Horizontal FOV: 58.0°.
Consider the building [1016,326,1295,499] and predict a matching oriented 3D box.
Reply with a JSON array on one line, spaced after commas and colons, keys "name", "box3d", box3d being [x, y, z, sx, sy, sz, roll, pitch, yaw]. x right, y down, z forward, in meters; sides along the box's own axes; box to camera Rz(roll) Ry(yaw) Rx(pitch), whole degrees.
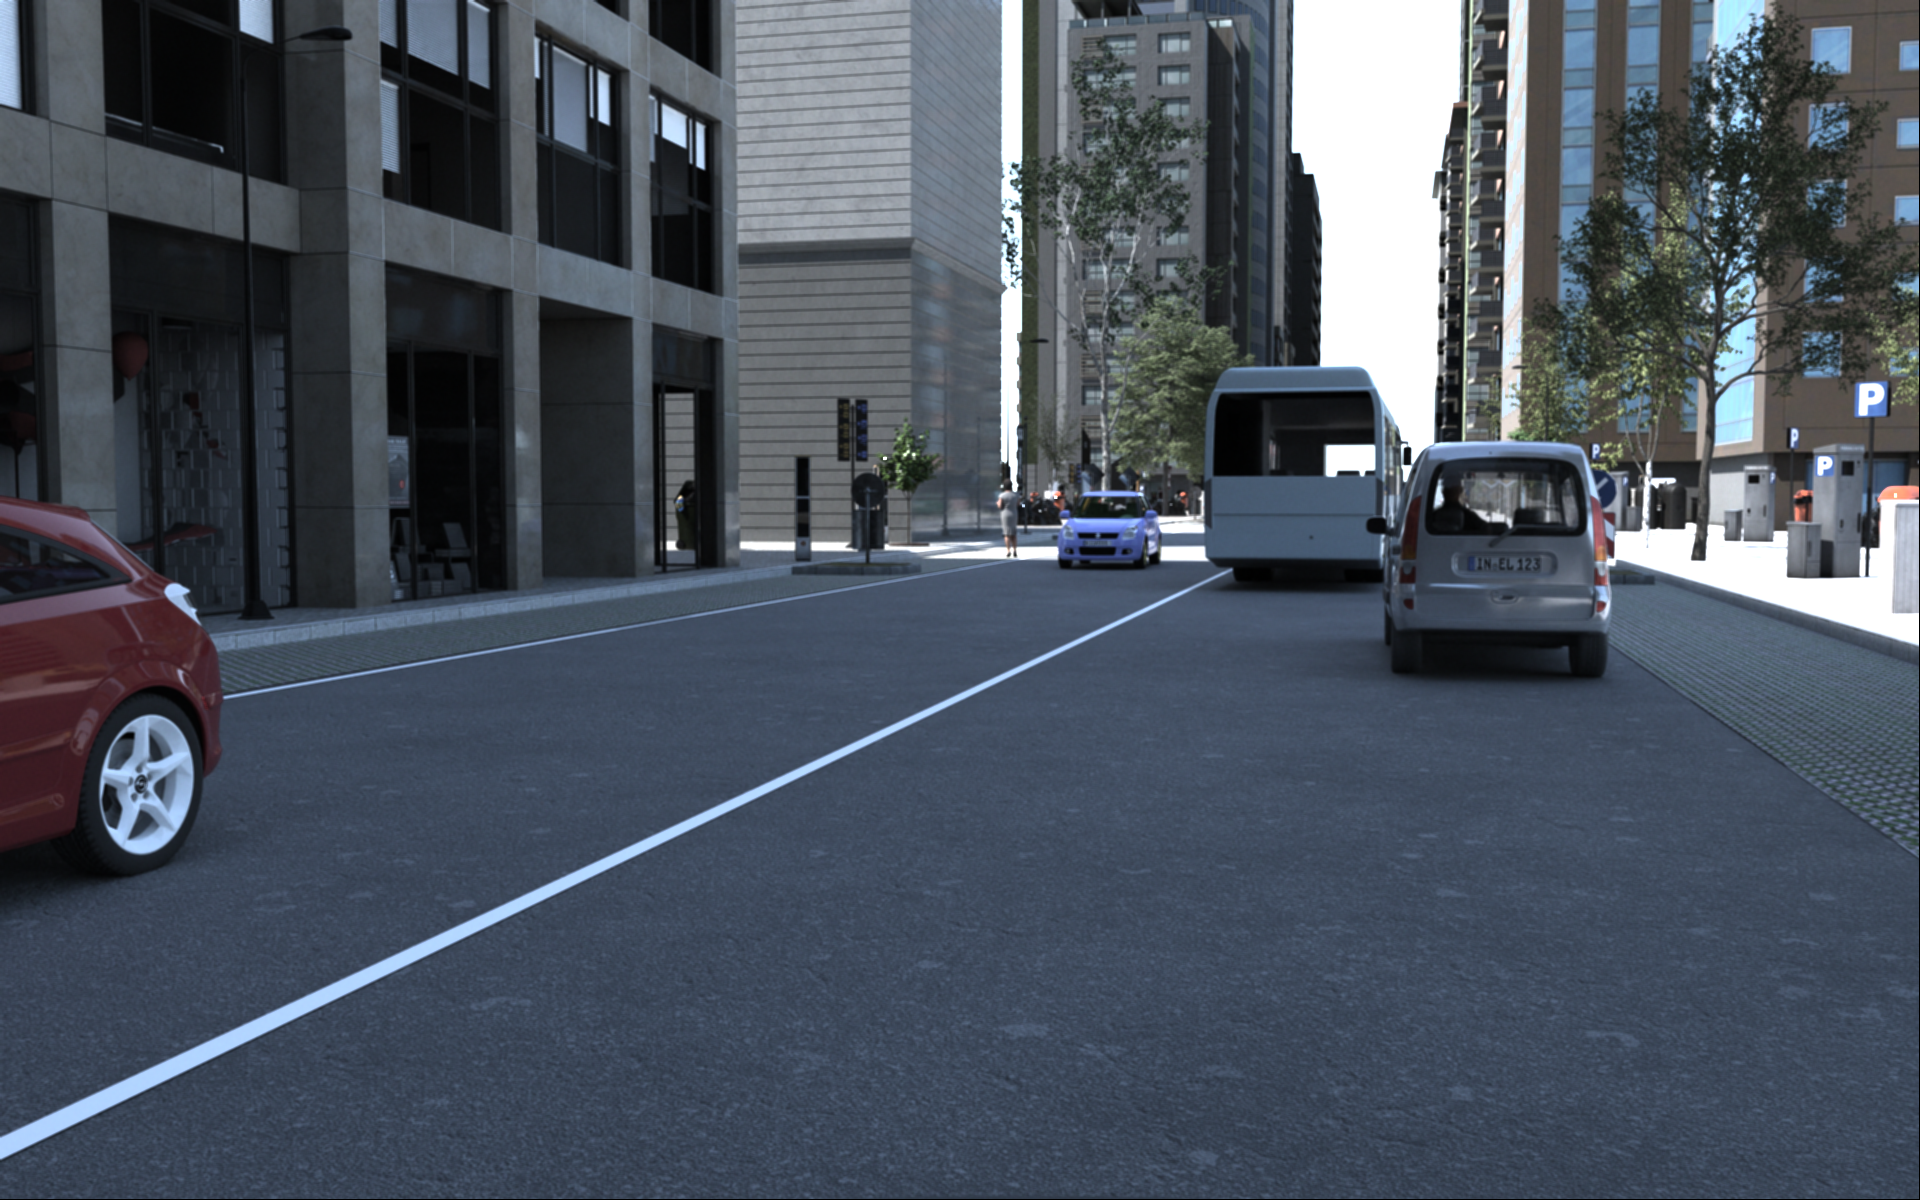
[{"name": "building", "box3d": [22.842, -21.425, 195.337, 27.650, 21.520, 28.899, 1, 4, 14]}]

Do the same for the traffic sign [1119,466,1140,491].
[{"name": "traffic sign", "box3d": [6.149, -3.627, 62.940, 0.795, 2.450, 0.064, 1, 4, 14]}]

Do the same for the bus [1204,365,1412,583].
[{"name": "bus", "box3d": [6.570, -2.233, 31.371, 2.948, 3.499, 13.247, 1, 4, 15]}]

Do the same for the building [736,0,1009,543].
[{"name": "building", "box3d": [-14.226, -16.879, 53.465, 29.804, 29.767, 11.434, 1, 4, 14]}]

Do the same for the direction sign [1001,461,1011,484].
[{"name": "direction sign", "box3d": [3.104, -7.748, 118.676, 0.379, 3.537, 0.876, 2, 4, 33]}]

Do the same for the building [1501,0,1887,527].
[{"name": "building", "box3d": [33.303, -26.358, 81.057, 14.600, 45.320, 14.200, 1, 4, 14]}]

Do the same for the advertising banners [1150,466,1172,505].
[{"name": "advertising banners", "box3d": [12.459, -6.789, 107.190, 2.074, 3.025, 0.090, -3, 5, -45]}]

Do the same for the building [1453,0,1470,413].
[{"name": "building", "box3d": [71.709, -47.821, 220.117, 20.563, 71.187, 20.611, 1, 4, 14]}]

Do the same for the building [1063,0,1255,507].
[{"name": "building", "box3d": [16.878, -28.226, 145.085, 14.154, 41.232, 14.086, 1, 4, 14]}]

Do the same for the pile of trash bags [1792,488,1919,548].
[{"name": "pile of trash bags", "box3d": [21.789, -1.936, 41.408, 3.447, 1.369, 1.912, 1, 4, 23]}]

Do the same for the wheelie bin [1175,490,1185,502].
[{"name": "wheelie bin", "box3d": [17.577, -7.930, 137.561, 0.980, 1.594, 0.693, -2, 4, -30]}]

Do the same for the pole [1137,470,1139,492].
[{"name": "pole", "box3d": [12.232, -7.659, 119.069, 0.158, 3.312, 0.155, 0, 3, 0]}]

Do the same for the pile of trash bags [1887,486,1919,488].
[{"name": "pile of trash bags", "box3d": [11.897, -0.647, 20.329, 3.447, 1.369, 1.912, -2, 4, -31]}]

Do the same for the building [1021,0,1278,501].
[{"name": "building", "box3d": [18.655, -38.158, 165.876, 21.231, 58.520, 28.212, 1, 4, 14]}]

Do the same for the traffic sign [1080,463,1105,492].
[{"name": "traffic sign", "box3d": [4.216, -3.153, 55.191, 0.795, 2.450, 0.064, 1, 4, 14]}]

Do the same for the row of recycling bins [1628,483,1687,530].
[{"name": "row of recycling bins", "box3d": [24.401, -3.402, 62.731, 3.534, 1.692, 1.069, 1, 4, 21]}]

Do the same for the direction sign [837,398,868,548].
[{"name": "direction sign", "box3d": [-2.558, -3.017, 41.327, 0.876, 3.537, 0.379, -3, 5, -41]}]

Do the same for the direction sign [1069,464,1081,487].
[{"name": "direction sign", "box3d": [8.628, -8.434, 129.885, 0.876, 3.537, 0.379, 0, 4, 7]}]

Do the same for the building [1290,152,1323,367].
[{"name": "building", "box3d": [40.492, -38.325, 250.321, 21.300, 48.544, 21.600, 1, 4, 14]}]

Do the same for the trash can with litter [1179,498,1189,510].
[{"name": "trash can with litter", "box3d": [17.677, -7.590, 135.485, 1.055, 1.170, 0.624, -1, 4, -20]}]

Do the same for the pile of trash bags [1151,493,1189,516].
[{"name": "pile of trash bags", "box3d": [12.656, -5.699, 102.924, 1.912, 1.369, 3.447, 2, 4, 34]}]

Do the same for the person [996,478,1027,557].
[{"name": "person", "box3d": [1.161, -1.848, 39.076, 0.716, 1.782, 0.532, -1, 4, -20]}]

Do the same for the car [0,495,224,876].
[{"name": "car", "box3d": [-4.235, 0.229, 5.301, 2.155, 1.783, 4.494, 1, 4, 13]}]

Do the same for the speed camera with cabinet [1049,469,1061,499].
[{"name": "speed camera with cabinet", "box3d": [7.043, -8.158, 127.716, 0.660, 3.252, 2.038, 1, 4, 13]}]

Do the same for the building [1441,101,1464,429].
[{"name": "building", "box3d": [64.392, -32.681, 188.963, 22.147, 44.769, 28.867, 1, 4, 14]}]

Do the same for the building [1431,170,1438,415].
[{"name": "building", "box3d": [88.093, -41.614, 269.630, 28.713, 52.752, 27.495, 1, 4, 14]}]

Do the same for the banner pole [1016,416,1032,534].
[{"name": "banner pole", "box3d": [2.001, -4.007, 55.539, 0.401, 3.779, 0.863, 2, 4, 30]}]

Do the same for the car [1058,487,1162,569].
[{"name": "car", "box3d": [3.001, -1.518, 34.410, 1.945, 1.707, 3.694, 1, 4, 13]}]

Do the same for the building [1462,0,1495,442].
[{"name": "building", "box3d": [47.483, -27.781, 137.816, 14.154, 41.232, 14.086, 1, 4, 14]}]

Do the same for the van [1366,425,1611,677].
[{"name": "van", "box3d": [4.570, -0.493, 15.072, 2.013, 2.044, 4.112, 1, 4, 13]}]

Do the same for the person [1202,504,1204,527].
[{"name": "person", "box3d": [10.693, -4.025, 74.174, 0.638, 1.841, 0.748, -2, 4, -32]}]

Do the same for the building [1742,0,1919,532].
[{"name": "building", "box3d": [35.796, -25.222, 62.490, 14.200, 45.320, 14.600, 1, 4, 14]}]

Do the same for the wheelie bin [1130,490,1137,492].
[{"name": "wheelie bin", "box3d": [12.390, -7.075, 123.579, 0.980, 1.594, 0.693, 2, 4, 35]}]

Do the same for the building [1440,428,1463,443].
[{"name": "building", "box3d": [56.534, -51.736, 158.548, 22.319, 86.520, 31.000, 1, 4, 14]}]

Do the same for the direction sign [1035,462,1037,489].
[{"name": "direction sign", "box3d": [5.411, -8.028, 123.253, 0.379, 3.537, 0.876, 0, 4, 6]}]

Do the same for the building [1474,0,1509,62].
[{"name": "building", "box3d": [43.888, -27.780, 108.821, 22.147, 44.769, 28.867, 1, 4, 14]}]

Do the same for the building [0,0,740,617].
[{"name": "building", "box3d": [-17.336, -12.927, 15.878, 19.350, 26.468, 34.151, 1, 4, 14]}]

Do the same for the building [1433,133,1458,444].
[{"name": "building", "box3d": [82.222, -39.974, 242.808, 28.713, 52.752, 27.495, 1, 4, 14]}]

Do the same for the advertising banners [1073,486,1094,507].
[{"name": "advertising banners", "box3d": [8.181, -7.216, 114.161, 0.090, 3.025, 2.074, -3, 5, -41]}]

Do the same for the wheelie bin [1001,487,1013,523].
[{"name": "wheelie bin", "box3d": [2.035, -4.263, 77.606, 0.980, 1.594, 0.693, 1, 4, 10]}]

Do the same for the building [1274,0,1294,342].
[{"name": "building", "box3d": [35.481, -48.374, 229.166, 20.563, 71.187, 20.611, 1, 4, 14]}]

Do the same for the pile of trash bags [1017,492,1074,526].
[{"name": "pile of trash bags", "box3d": [3.395, -3.768, 71.352, 1.912, 1.369, 3.447, 2, 4, 31]}]
